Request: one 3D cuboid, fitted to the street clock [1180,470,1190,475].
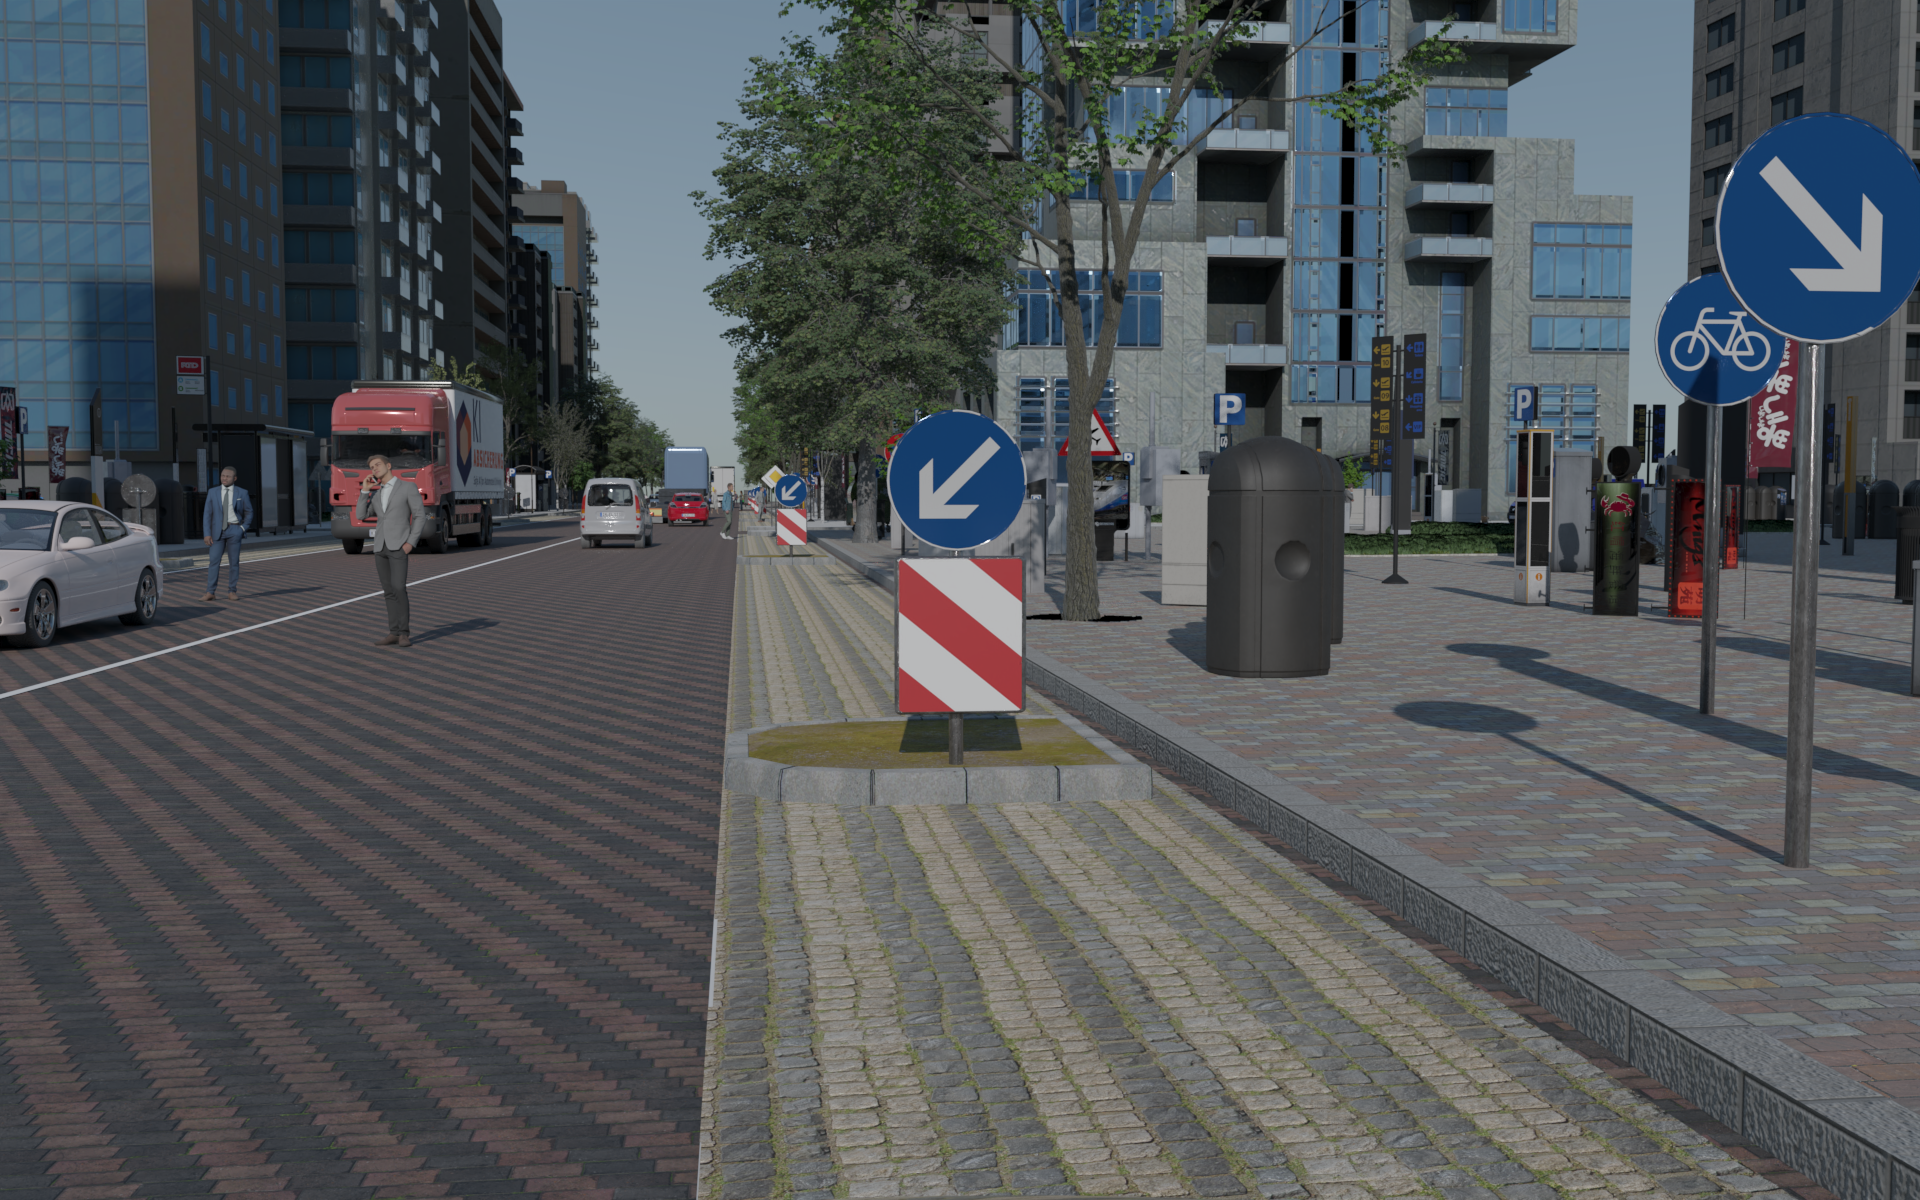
[{"bbox_3d":[6.706,-2.911,52.162,0.471,2.002,0.358,1,4,15],"label":"street clock"}]

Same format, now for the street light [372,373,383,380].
[{"bbox_3d":[-22.263,-5.722,66.335,0.468,5.910,1.993,0,4,-7],"label":"street light"}]

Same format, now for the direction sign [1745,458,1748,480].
[{"bbox_3d":[42.000,-6.194,93.262,0.876,3.537,0.379,1,4,18],"label":"direction sign"}]

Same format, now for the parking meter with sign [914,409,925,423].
[{"bbox_3d":[-0.021,-2.392,35.367,1.738,3.016,0.543,-1,4,-18],"label":"parking meter with sign"}]

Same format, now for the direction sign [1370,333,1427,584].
[{"bbox_3d":[6.246,-2.003,24.754,0.379,3.537,0.876,-3,5,-43],"label":"direction sign"}]

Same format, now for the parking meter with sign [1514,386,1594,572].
[{"bbox_3d":[10.007,-1.971,28.481,1.738,3.016,0.543,-1,4,-16],"label":"parking meter with sign"}]

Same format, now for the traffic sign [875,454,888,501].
[{"bbox_3d":[-2.673,-3.364,55.102,0.768,2.556,0.104,0,4,-6],"label":"traffic sign"}]

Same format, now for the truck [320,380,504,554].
[{"bbox_3d":[-13.909,-3.421,44.843,2.839,4.237,11.283,0,4,-6],"label":"truck"}]

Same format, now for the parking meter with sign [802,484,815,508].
[{"bbox_3d":[-11.889,-8.532,135.760,0.543,3.016,1.738,-3,5,-43],"label":"parking meter with sign"}]

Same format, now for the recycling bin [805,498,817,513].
[{"bbox_3d":[-10.281,-6.548,119.618,0.722,1.027,0.722,-1,4,-19],"label":"recycling bin"}]

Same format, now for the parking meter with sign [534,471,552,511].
[{"bbox_3d":[-30.896,-8.074,128.276,0.543,3.016,1.738,1,4,20],"label":"parking meter with sign"}]

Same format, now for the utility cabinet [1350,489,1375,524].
[{"bbox_3d":[16.762,-3.907,72.564,1.173,1.500,0.318,2,4,35],"label":"utility cabinet"}]

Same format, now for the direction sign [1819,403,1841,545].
[{"bbox_3d":[21.783,-3.159,43.655,0.379,3.537,0.876,0,4,1],"label":"direction sign"}]

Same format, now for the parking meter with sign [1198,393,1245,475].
[{"bbox_3d":[4.558,-2.117,30.867,0.543,3.016,1.738,0,4,-7],"label":"parking meter with sign"}]

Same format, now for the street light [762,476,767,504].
[{"bbox_3d":[-28.826,-17.138,252.989,0.468,5.910,1.993,0,4,-7],"label":"street light"}]

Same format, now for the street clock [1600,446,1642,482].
[{"bbox_3d":[9.953,-1.311,26.000,0.358,2.002,0.471,-2,4,-24],"label":"street clock"}]

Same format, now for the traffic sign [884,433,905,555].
[{"bbox_3d":[-1.193,-2.210,36.247,0.768,2.556,0.104,0,4,2],"label":"traffic sign"}]

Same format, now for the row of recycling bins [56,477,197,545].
[{"bbox_3d":[-20.778,-2.198,43.051,1.069,1.692,3.534,1,4,21],"label":"row of recycling bins"}]

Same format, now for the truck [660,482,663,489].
[{"bbox_3d":[-33.724,-12.840,205.852,3.469,3.379,9.791,0,4,-8],"label":"truck"}]

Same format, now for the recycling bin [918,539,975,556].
[{"bbox_3d":[-0.171,-0.886,27.035,0.722,1.027,0.722,2,4,33],"label":"recycling bin"}]

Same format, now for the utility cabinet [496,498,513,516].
[{"bbox_3d":[-26.497,-5.503,101.137,1.020,1.237,0.306,3,5,42],"label":"utility cabinet"}]

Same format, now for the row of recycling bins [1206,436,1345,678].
[{"bbox_3d":[2.500,-0.402,13.690,1.069,1.692,3.534,1,4,15],"label":"row of recycling bins"}]

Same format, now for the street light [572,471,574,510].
[{"bbox_3d":[-31.871,-10.378,142.473,0.468,5.910,1.993,0,4,-7],"label":"street light"}]

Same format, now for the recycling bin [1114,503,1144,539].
[{"bbox_3d":[4.805,-2.274,49.740,0.722,1.027,0.722,-3,4,-36],"label":"recycling bin"}]

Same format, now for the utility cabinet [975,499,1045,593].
[{"bbox_3d":[0.644,-0.710,22.778,0.306,1.237,1.020,-3,5,-45],"label":"utility cabinet"}]

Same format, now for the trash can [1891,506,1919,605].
[{"bbox_3d":[11.190,-0.515,20.072,0.748,1.137,0.748,0,3,0],"label":"trash can"}]

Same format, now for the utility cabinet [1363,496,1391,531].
[{"bbox_3d":[14.700,-3.036,60.800,1.020,1.237,0.306,0,4,1],"label":"utility cabinet"}]

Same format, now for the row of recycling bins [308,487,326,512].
[{"bbox_3d":[-38.035,-5.712,100.504,3.534,1.692,1.069,3,4,37],"label":"row of recycling bins"}]

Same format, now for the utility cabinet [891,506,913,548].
[{"bbox_3d":[-1.402,-1.858,41.539,0.306,1.237,1.020,1,4,13],"label":"utility cabinet"}]

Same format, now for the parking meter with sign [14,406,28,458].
[{"bbox_3d":[-19.475,-2.329,34.343,1.738,3.016,0.543,-1,4,-12],"label":"parking meter with sign"}]

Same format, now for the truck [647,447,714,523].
[{"bbox_3d":[-14.985,-6.279,92.419,2.967,4.110,18.799,0,4,-5],"label":"truck"}]

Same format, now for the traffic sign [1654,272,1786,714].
[{"bbox_3d":[4.369,-0.608,10.054,0.768,2.556,0.104,0,4,-2],"label":"traffic sign"}]

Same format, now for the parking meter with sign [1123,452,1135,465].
[{"bbox_3d":[6.560,-4.618,71.767,0.543,3.016,1.738,3,4,36],"label":"parking meter with sign"}]

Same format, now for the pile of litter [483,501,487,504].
[{"bbox_3d":[-28.818,-5.579,105.183,1.719,0.858,1.176,2,4,26],"label":"pile of litter"}]

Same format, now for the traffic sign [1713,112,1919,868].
[{"bbox_3d":[2.885,-0.354,5.895,0.768,2.556,0.104,0,4,-6],"label":"traffic sign"}]

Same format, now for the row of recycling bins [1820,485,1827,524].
[{"bbox_3d":[37.956,-4.120,74.474,3.534,1.692,1.069,-3,4,-38],"label":"row of recycling bins"}]

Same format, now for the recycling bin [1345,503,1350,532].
[{"bbox_3d":[10.559,-2.234,49.074,0.722,1.027,0.722,3,5,41],"label":"recycling bin"}]

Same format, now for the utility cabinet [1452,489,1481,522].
[{"bbox_3d":[20.966,-3.853,71.682,1.173,1.500,0.318,-1,4,-16],"label":"utility cabinet"}]

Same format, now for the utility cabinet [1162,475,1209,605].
[{"bbox_3d":[2.903,-0.675,19.721,1.173,1.500,0.318,2,4,31],"label":"utility cabinet"}]

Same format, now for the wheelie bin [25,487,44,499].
[{"bbox_3d":[-39.296,-3.999,73.296,0.980,1.594,0.693,-1,4,-20],"label":"wheelie bin"}]

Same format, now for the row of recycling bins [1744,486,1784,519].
[{"bbox_3d":[39.750,-4.870,86.732,3.534,1.692,1.069,-1,4,-15],"label":"row of recycling bins"}]

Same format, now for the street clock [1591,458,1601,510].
[{"bbox_3d":[12.612,-1.839,34.633,0.358,2.002,0.471,0,4,-7],"label":"street clock"}]

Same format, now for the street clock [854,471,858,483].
[{"bbox_3d":[-2.919,-2.899,51.975,0.471,2.002,0.358,1,4,10],"label":"street clock"}]

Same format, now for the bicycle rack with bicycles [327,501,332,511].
[{"bbox_3d":[-30.696,-4.515,87.209,2.852,0.926,2.925,-2,4,-24],"label":"bicycle rack with bicycles"}]

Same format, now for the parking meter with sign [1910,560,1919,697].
[{"bbox_3d":[6.687,-0.925,11.388,0.543,3.016,1.738,3,4,39],"label":"parking meter with sign"}]

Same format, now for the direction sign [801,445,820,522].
[{"bbox_3d":[-6.926,-5.404,80.345,0.876,3.537,0.379,0,4,1],"label":"direction sign"}]

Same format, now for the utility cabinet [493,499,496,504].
[{"bbox_3d":[-36.892,-7.756,137.974,1.020,1.237,0.306,1,4,12],"label":"utility cabinet"}]

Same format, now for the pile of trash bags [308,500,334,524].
[{"bbox_3d":[-28.011,-3.942,74.207,3.447,1.369,1.912,-3,5,-40],"label":"pile of trash bags"}]

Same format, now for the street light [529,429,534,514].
[{"bbox_3d":[-28.246,-8.651,114.232,0.468,5.910,1.993,0,4,-7],"label":"street light"}]

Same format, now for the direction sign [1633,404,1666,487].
[{"bbox_3d":[17.368,-3.163,43.714,0.876,3.537,0.379,-1,4,-10],"label":"direction sign"}]

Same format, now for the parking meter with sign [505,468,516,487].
[{"bbox_3d":[-30.801,-7.447,118.019,0.543,3.016,1.738,-2,4,-33],"label":"parking meter with sign"}]

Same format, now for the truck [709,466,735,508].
[{"bbox_3d":[-24.693,-11.670,179.713,2.839,4.237,11.283,-1,4,-8],"label":"truck"}]

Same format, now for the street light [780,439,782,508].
[{"bbox_3d":[-14.674,-10.350,142.009,0.468,5.910,1.993,0,4,-7],"label":"street light"}]

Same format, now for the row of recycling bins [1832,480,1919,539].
[{"bbox_3d":[26.908,-2.593,49.508,3.534,1.692,1.069,1,4,10],"label":"row of recycling bins"}]

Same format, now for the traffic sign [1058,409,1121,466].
[{"bbox_3d":[1.797,-1.473,24.081,0.884,2.594,0.081,0,3,0],"label":"traffic sign"}]

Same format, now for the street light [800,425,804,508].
[{"bbox_3d":[-8.604,-7.386,93.540,0.468,5.910,1.993,0,4,-7],"label":"street light"}]

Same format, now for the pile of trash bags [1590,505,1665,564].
[{"bbox_3d":[11.330,-1.327,31.449,3.447,1.369,1.912,-3,5,-42],"label":"pile of trash bags"}]

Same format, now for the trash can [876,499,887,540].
[{"bbox_3d":[-2.424,-2.278,48.895,0.748,1.137,0.748,0,3,0],"label":"trash can"}]

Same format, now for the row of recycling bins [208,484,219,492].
[{"bbox_3d":[-31.903,-3.978,72.160,3.534,1.692,1.069,1,4,22],"label":"row of recycling bins"}]
